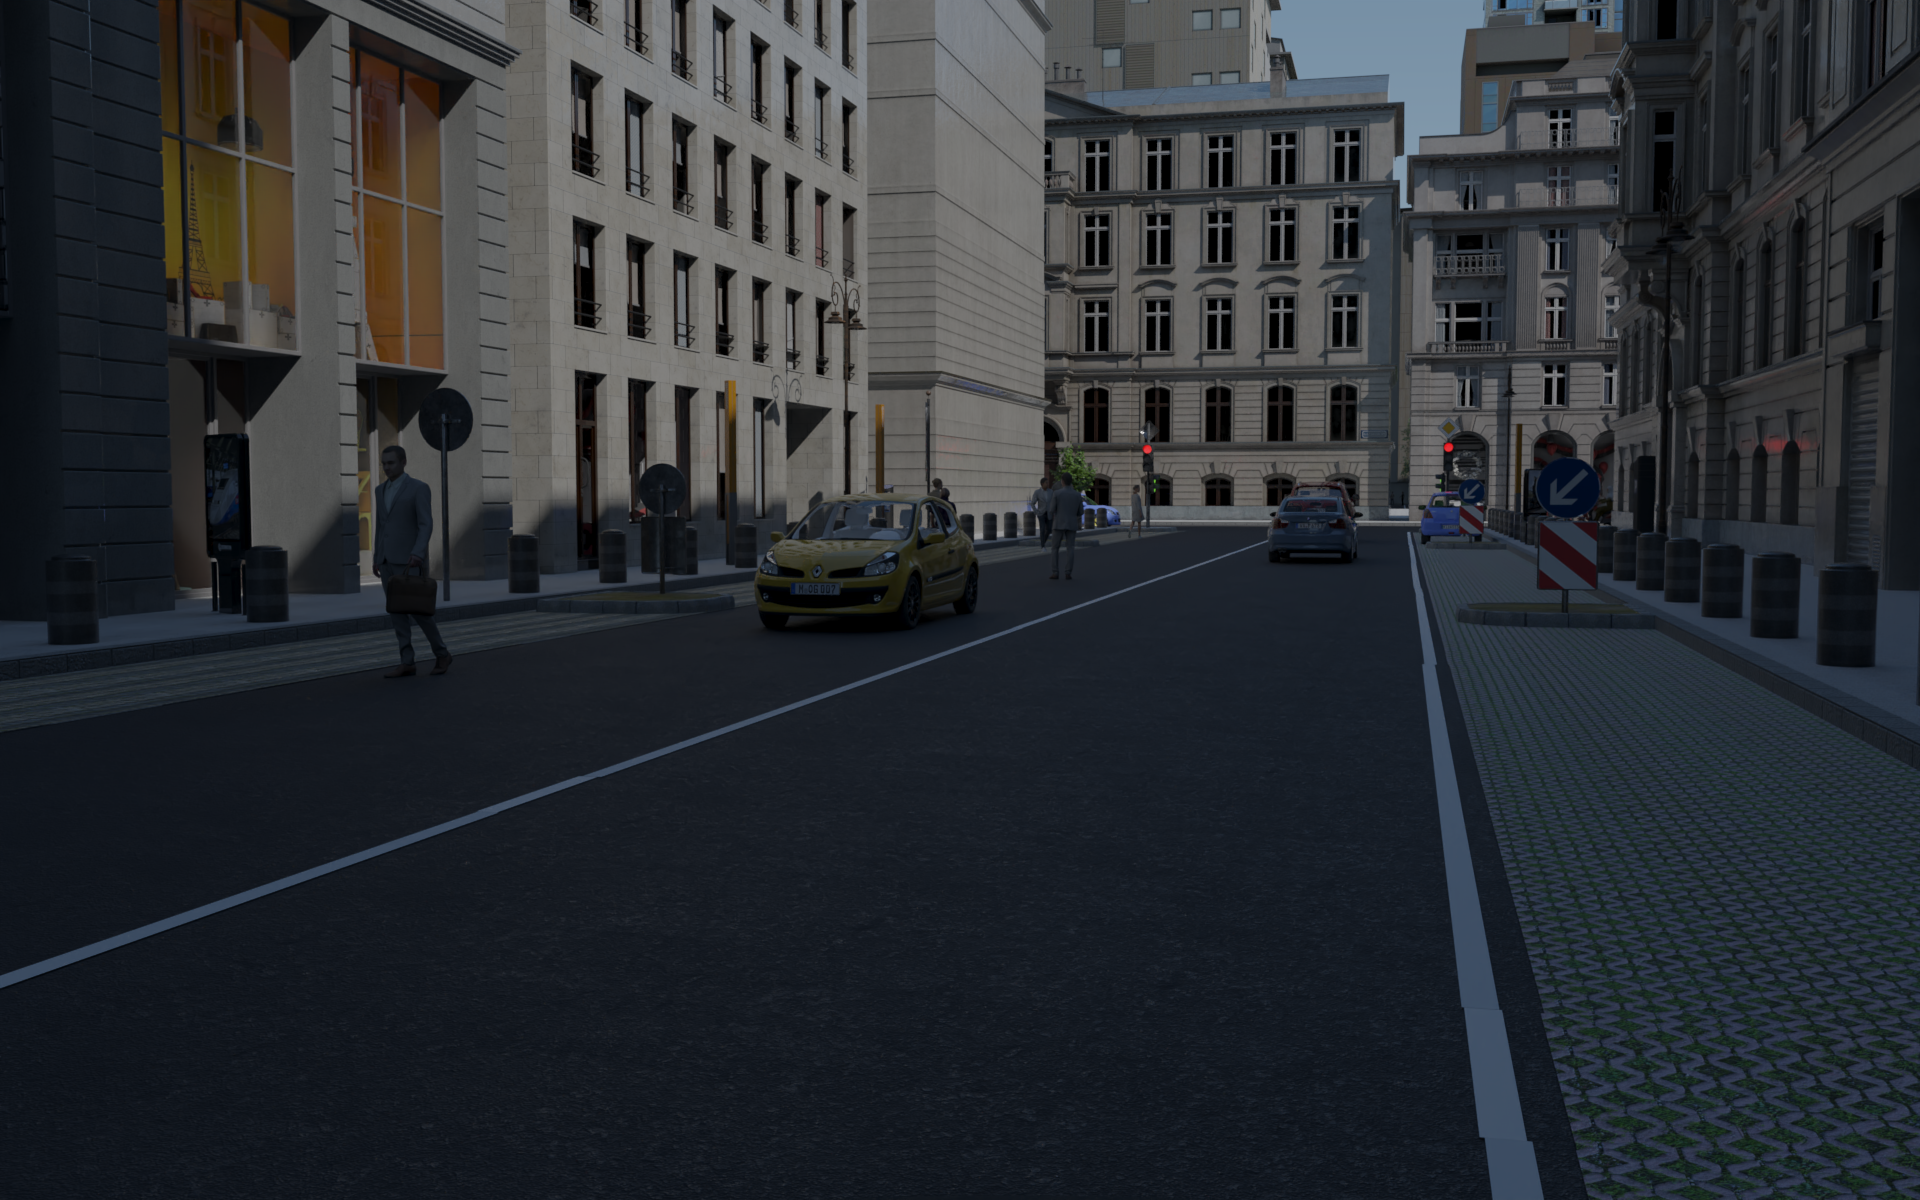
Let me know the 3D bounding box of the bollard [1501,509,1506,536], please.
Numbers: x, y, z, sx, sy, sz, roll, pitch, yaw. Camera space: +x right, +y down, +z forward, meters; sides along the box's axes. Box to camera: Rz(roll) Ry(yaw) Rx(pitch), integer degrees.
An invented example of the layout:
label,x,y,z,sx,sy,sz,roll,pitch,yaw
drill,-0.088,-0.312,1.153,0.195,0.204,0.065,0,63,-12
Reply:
label,x,y,z,sx,sy,sz,roll,pitch,yaw
bollard,17.046,-2.380,53.633,0.404,0.777,0.398,0,3,0

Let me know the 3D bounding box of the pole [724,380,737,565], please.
label,x,y,z,sx,sy,sz,roll,pitch,yaw
pole,-4.121,-2.282,31.154,0.158,3.312,0.155,0,3,0

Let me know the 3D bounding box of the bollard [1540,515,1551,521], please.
label,x,y,z,sx,sy,sz,roll,pitch,yaw
bollard,13.141,-1.447,38.379,0.404,0.777,0.398,0,3,0

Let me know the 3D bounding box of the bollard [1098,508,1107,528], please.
label,x,y,z,sx,sy,sz,roll,pitch,yaw
bollard,5.382,-3.121,65.744,0.404,0.777,0.398,0,3,0

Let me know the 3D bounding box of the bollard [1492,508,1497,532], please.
label,x,y,z,sx,sy,sz,roll,pitch,yaw
bollard,18.338,-2.691,58.709,0.404,0.777,0.398,0,3,0

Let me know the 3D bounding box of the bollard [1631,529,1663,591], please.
label,x,y,z,sx,sy,sz,roll,pitch,yaw
bollard,9.253,-0.515,23.144,0.404,0.777,0.398,0,3,0

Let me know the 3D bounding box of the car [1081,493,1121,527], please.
label,x,y,z,sx,sy,sz,roll,pitch,yaw
car,4.754,-3.758,71.030,3.694,1.707,1.945,1,4,13

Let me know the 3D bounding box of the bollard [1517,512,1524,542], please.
label,x,y,z,sx,sy,sz,roll,pitch,yaw
bollard,15.090,-1.913,45.999,0.404,0.777,0.398,0,3,0

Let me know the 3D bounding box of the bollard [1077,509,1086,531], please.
label,x,y,z,sx,sy,sz,roll,pitch,yaw
bollard,4.077,-2.810,60.661,0.404,0.777,0.398,0,3,0

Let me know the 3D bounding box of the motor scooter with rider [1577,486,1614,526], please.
label,x,y,z,sx,sy,sz,roll,pitch,yaw
motor scooter with rider,24.991,-3.575,67.415,1.986,1.779,0.876,1,4,13

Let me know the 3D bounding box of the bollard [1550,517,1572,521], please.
label,x,y,z,sx,sy,sz,roll,pitch,yaw
bollard,12.494,-1.292,35.834,0.404,0.777,0.398,0,3,0

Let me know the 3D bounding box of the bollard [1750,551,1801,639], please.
label,x,y,z,sx,sy,sz,roll,pitch,yaw
bollard,7.304,-0.049,15.514,0.404,0.777,0.398,0,3,0

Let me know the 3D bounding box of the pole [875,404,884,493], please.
label,x,y,z,sx,sy,sz,roll,pitch,yaw
pole,-1.823,-2.791,39.474,0.158,3.312,0.155,0,3,0

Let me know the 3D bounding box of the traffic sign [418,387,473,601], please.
label,x,y,z,sx,sy,sz,roll,pitch,yaw
traffic sign,-6.166,-1.261,20.729,0.768,2.556,0.104,1,4,19

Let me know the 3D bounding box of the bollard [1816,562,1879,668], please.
label,x,y,z,sx,sy,sz,roll,pitch,yaw
bollard,6.648,0.106,12.979,0.404,0.777,0.398,0,3,0

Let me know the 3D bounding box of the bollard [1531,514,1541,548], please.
label,x,y,z,sx,sy,sz,roll,pitch,yaw
bollard,13.791,-1.603,40.920,0.404,0.777,0.398,0,3,0

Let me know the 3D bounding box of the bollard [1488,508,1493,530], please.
label,x,y,z,sx,sy,sz,roll,pitch,yaw
bollard,18.987,-2.846,61.249,0.404,0.777,0.398,0,3,0

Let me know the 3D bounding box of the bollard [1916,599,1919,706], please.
label,x,y,z,sx,sy,sz,roll,pitch,yaw
bollard,6.001,0.262,10.436,0.404,0.777,0.398,0,3,0

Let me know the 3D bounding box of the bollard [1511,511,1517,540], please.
label,x,y,z,sx,sy,sz,roll,pitch,yaw
bollard,15.745,-2.070,48.561,0.404,0.777,0.398,0,3,0

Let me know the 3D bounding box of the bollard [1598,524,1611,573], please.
label,x,y,z,sx,sy,sz,roll,pitch,yaw
bollard,10.547,-0.826,28.218,0.404,0.777,0.398,0,3,0

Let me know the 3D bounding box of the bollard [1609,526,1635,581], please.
label,x,y,z,sx,sy,sz,roll,pitch,yaw
bollard,9.902,-0.671,25.680,0.404,0.777,0.398,0,3,0

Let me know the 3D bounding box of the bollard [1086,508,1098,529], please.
label,x,y,z,sx,sy,sz,roll,pitch,yaw
bollard,4.726,-2.966,63.204,0.404,0.777,0.398,0,3,0

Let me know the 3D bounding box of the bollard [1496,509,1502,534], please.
label,x,y,z,sx,sy,sz,roll,pitch,yaw
bollard,17.690,-2.535,56.171,0.404,0.777,0.398,0,3,0

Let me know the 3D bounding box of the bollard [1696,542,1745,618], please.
label,x,y,z,sx,sy,sz,roll,pitch,yaw
bollard,7.950,-0.204,18.051,0.404,0.777,0.398,0,3,0

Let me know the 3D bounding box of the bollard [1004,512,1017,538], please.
label,x,y,z,sx,sy,sz,roll,pitch,yaw
bollard,1.473,-2.187,50.477,0.404,0.777,0.398,0,3,0

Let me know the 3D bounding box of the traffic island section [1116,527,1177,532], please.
label,x,y,z,sx,sy,sz,roll,pitch,yaw
traffic island section,7.156,-2.683,66.144,2.009,0.180,2.903,1,4,14

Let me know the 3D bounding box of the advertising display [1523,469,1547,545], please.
label,x,y,z,sx,sy,sz,roll,pitch,yaw
advertising display,14.685,-2.385,44.211,0.974,1.923,0.123,-3,5,-43

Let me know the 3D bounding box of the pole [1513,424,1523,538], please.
label,x,y,z,sx,sy,sz,roll,pitch,yaw
pole,16.159,-3.444,50.145,0.158,3.312,0.155,0,3,0

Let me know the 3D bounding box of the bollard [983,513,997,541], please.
label,x,y,z,sx,sy,sz,roll,pitch,yaw
bollard,0.829,-2.032,47.939,0.404,0.777,0.398,0,3,0

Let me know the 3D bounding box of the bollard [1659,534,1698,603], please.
label,x,y,z,sx,sy,sz,roll,pitch,yaw
bollard,8.601,-0.360,20.608,0.404,0.777,0.398,0,3,0

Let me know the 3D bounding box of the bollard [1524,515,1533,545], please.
label,x,y,z,sx,sy,sz,roll,pitch,yaw
bollard,14.441,-1.758,43.456,0.404,0.777,0.398,0,3,0

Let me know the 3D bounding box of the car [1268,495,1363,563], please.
label,x,y,z,sx,sy,sz,roll,pitch,yaw
car,7.667,-1.556,37.447,2.014,1.417,4.499,1,4,15

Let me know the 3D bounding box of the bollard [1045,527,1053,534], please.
label,x,y,z,sx,sy,sz,roll,pitch,yaw
bollard,2.781,-2.500,55.584,0.404,0.777,0.398,0,3,0

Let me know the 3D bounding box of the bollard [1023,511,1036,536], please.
label,x,y,z,sx,sy,sz,roll,pitch,yaw
bollard,2.130,-2.344,53.036,0.404,0.777,0.398,0,3,0

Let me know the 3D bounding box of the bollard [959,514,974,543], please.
label,x,y,z,sx,sy,sz,roll,pitch,yaw
bollard,0.177,-1.875,45.379,0.404,0.777,0.398,0,3,0

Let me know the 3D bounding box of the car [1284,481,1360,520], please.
label,x,y,z,sx,sy,sz,roll,pitch,yaw
car,10.918,-2.677,52.440,2.281,1.827,5.304,1,4,14

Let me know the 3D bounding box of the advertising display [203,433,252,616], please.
label,x,y,z,sx,sy,sz,roll,pitch,yaw
advertising display,-7.849,-0.817,18.575,0.123,1.923,0.974,-3,5,-44

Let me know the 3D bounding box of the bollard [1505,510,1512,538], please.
label,x,y,z,sx,sy,sz,roll,pitch,yaw
bollard,16.393,-2.225,51.098,0.404,0.777,0.398,0,3,0

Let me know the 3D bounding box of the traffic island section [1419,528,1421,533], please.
label,x,y,z,sx,sy,sz,roll,pitch,yaw
traffic island section,17.853,-2.516,63.415,2.009,0.180,2.903,1,4,14

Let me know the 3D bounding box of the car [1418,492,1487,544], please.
label,x,y,z,sx,sy,sz,roll,pitch,yaw
car,14.227,-2.474,50.047,1.945,1.707,3.694,1,4,16

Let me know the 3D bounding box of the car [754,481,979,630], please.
label,x,y,z,sx,sy,sz,roll,pitch,yaw
car,-0.997,-0.578,19.668,2.015,1.641,3.980,1,4,14

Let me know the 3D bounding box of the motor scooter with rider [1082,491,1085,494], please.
label,x,y,z,sx,sy,sz,roll,pitch,yaw
motor scooter with rider,5.226,-4.212,77.823,1.986,1.779,0.876,1,4,16
